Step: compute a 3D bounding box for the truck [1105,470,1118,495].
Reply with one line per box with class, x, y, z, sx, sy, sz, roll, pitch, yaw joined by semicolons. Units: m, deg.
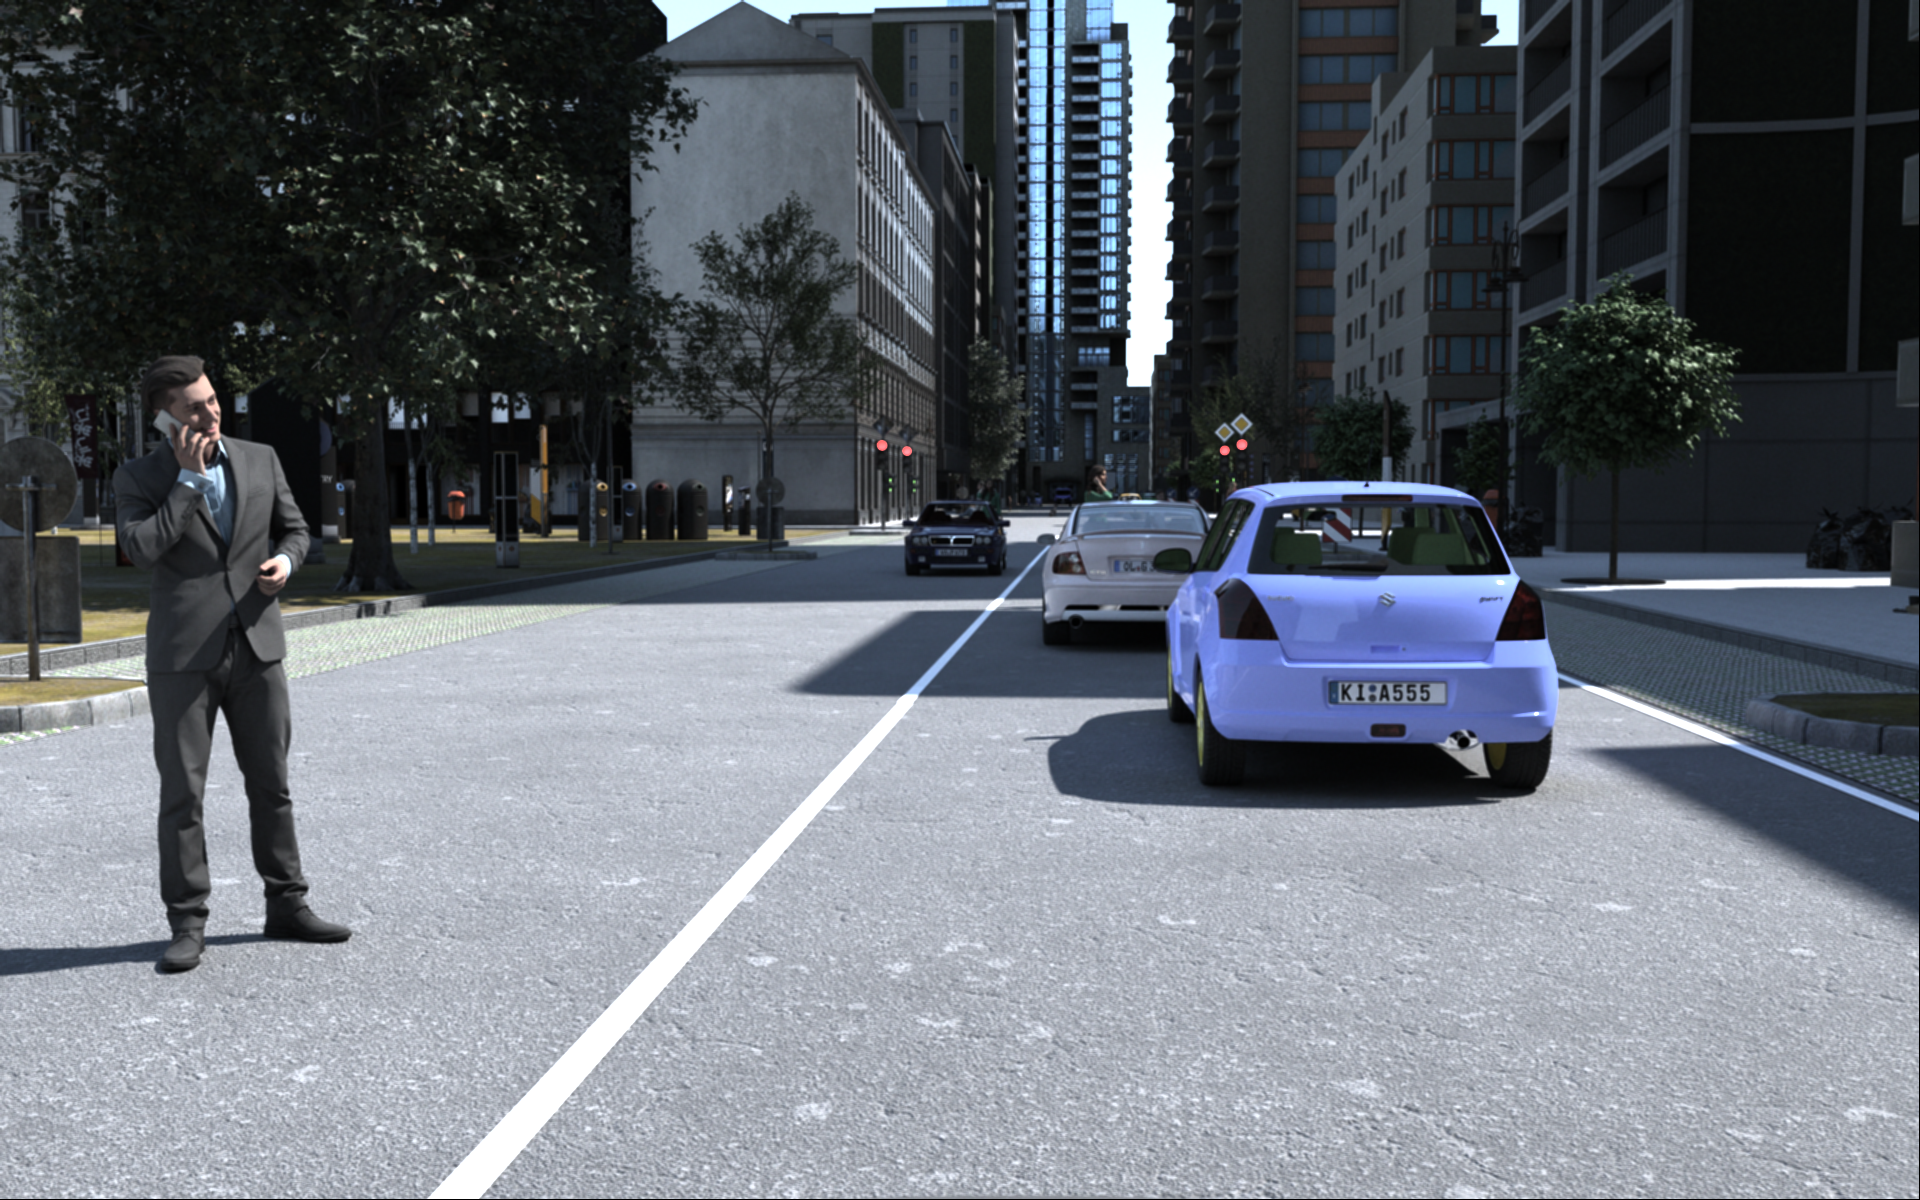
truck;17.273;-13.193;204.615;2.839;4.237;11.283;0;4;5

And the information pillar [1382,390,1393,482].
information pillar;9.592;-2.909;38.914;0.183;3.616;0.504;0;4;-2

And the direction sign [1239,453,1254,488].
direction sign;15.657;-6.257;94.303;0.876;3.537;0.379;-3;4;-37

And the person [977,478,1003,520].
person;0.675;-1.873;39.374;0.600;1.795;0.529;0;3;0

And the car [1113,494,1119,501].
car;12.210;-7.790;139.366;2.014;1.417;4.499;0;4;6

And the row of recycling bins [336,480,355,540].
row of recycling bins;-17.621;-2.576;49.232;1.069;1.692;3.534;1;4;16

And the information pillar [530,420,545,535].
information pillar;-13.285;-3.869;54.611;0.504;3.616;0.183;0;4;-6

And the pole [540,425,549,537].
pole;-12.299;-3.509;51.210;0.158;3.312;0.155;0;3;0

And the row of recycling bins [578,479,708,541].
row of recycling bins;-8.751;-2.488;47.797;3.534;1.692;1.069;-1;4;-20

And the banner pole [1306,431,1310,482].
banner pole;13.685;-4.782;68.195;0.401;3.779;0.863;1;4;12

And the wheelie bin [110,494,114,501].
wheelie bin;-19.945;-2.069;41.738;0.980;1.594;0.693;-1;4;-15

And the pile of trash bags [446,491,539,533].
pile of trash bags;-15.202;-2.890;57.012;3.447;1.369;1.912;0;4;2

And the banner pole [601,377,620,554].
banner pole;-7.525;-2.891;37.287;0.401;3.779;0.863;0;4;-6

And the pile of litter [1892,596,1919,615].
pile of litter;10.926;-0.270;18.378;1.719;0.858;1.176;3;5;42

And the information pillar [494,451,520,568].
information pillar;-7.863;-1.564;30.058;0.304;2.012;0.304;-3;5;-43

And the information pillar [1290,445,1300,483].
information pillar;15.773;-5.517;81.549;0.504;3.616;0.183;1;4;22

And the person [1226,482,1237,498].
person;8.971;-2.975;57.114;0.573;1.828;0.580;-1;4;-20

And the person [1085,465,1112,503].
person;1.725;-0.807;21.942;0.529;1.795;0.600;1;4;15

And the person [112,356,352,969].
person;-2.237;0.181;5.342;0.655;1.846;0.447;-3;5;-44

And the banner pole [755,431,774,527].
banner pole;-7.735;-4.802;68.530;0.863;3.779;0.401;-2;4;-31

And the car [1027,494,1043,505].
car;9.022;-12.179;208.720;1.945;1.707;3.694;0;4;4

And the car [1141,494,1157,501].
car;17.152;-9.057;156.876;1.959;1.807;4.718;0;4;3

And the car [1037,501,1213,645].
car;1.810;-0.332;17.792;2.083;1.381;4.827;0;4;4

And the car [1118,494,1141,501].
car;10.518;-5.950;107.505;2.015;1.641;3.980;0;4;4

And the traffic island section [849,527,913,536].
traffic island section;-2.718;-2.366;60.965;2.009;0.180;2.903;0;4;4

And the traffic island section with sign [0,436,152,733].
traffic island section with sign;-6.313;-0.153;11.137;1.989;1.847;2.006;0;4;4

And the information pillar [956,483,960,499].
information pillar;-0.135;-6.585;112.159;0.304;2.012;0.304;0;4;-2

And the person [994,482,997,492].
person;0.728;-2.314;46.604;0.573;1.790;0.520;-1;4;-14

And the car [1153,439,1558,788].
car;2.083;-0.011;9.776;1.945;1.707;3.694;0;4;3

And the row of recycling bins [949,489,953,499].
row of recycling bins;-2.319;-7.677;132.623;3.534;1.692;1.069;0;4;-3

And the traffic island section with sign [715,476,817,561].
traffic island section with sign;-4.197;-1.797;38.009;1.989;1.847;2.006;0;4;4

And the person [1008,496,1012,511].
person;4.124;-8.018;144.257;0.373;1.253;0.362;-1;4;-9

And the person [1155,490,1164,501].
person;3.509;-1.187;30.506;0.523;1.515;0.503;0;4;0

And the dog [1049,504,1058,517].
dog;5.744;-5.629;108.870;0.800;0.831;0.513;0;4;7

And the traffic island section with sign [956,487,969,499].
traffic island section with sign;0.182;-5.192;93.516;1.989;1.847;2.006;0;4;4

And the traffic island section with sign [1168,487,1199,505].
traffic island section with sign;12.328;-5.141;92.687;1.989;1.847;2.006;0;4;4

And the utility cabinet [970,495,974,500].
utility cabinet;0.910;-7.604;135.493;0.306;1.237;1.020;0;4;6

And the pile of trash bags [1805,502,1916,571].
pile of trash bags;16.306;-1.193;29.264;3.447;1.369;1.912;1;4;9

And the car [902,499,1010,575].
car;-0.041;-1.174;31.777;1.945;1.354;3.894;0;4;3

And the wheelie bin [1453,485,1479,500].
wheelie bin;12.903;-2.230;44.362;0.693;1.594;0.980;-1;4;-22

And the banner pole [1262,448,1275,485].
banner pole;16.650;-6.310;93.182;0.863;3.779;0.401;0;4;-1

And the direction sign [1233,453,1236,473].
direction sign;15.549;-6.385;96.392;0.876;3.537;0.379;3;5;41

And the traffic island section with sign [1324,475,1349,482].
traffic island section with sign;7.983;-1.778;37.692;1.989;1.847;2.006;0;4;4

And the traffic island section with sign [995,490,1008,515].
traffic island section with sign;2.349;-6.876;121.053;1.989;1.847;2.006;0;4;4

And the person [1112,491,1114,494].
person;15.942;-10.604;181.500;1.348;1.869;0.705;0;3;0

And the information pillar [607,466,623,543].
information pillar;-9.106;-2.523;45.747;0.304;2.012;0.304;-2;4;-35

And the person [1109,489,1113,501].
person;11.011;-7.229;126.966;0.793;1.790;0.793;-3;5;-43

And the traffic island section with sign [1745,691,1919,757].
traffic island section with sign;5.822;-0.094;10.173;1.989;1.847;2.006;0;4;4

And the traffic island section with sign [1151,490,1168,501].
traffic island section with sign;14.476;-6.809;119.956;1.989;1.847;2.006;0;4;4

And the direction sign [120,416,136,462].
direction sign;-24.113;-3.563;50.250;0.876;3.537;0.379;3;5;39

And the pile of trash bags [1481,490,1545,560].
pile of trash bags;10.942;-1.568;35.383;1.912;1.369;3.447;1;4;17

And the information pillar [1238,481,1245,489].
information pillar;16.231;-5.826;99.750;0.304;2.012;0.304;2;4;25

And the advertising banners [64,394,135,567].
advertising banners;-14.751;-2.117;30.794;2.074;3.025;0.090;-3;4;-38

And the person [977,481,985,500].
person;0.691;-2.612;51.298;0.391;1.810;0.635;2;4;33

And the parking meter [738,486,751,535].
parking meter;-6.728;-2.790;54.032;0.372;1.533;0.369;0;3;0
